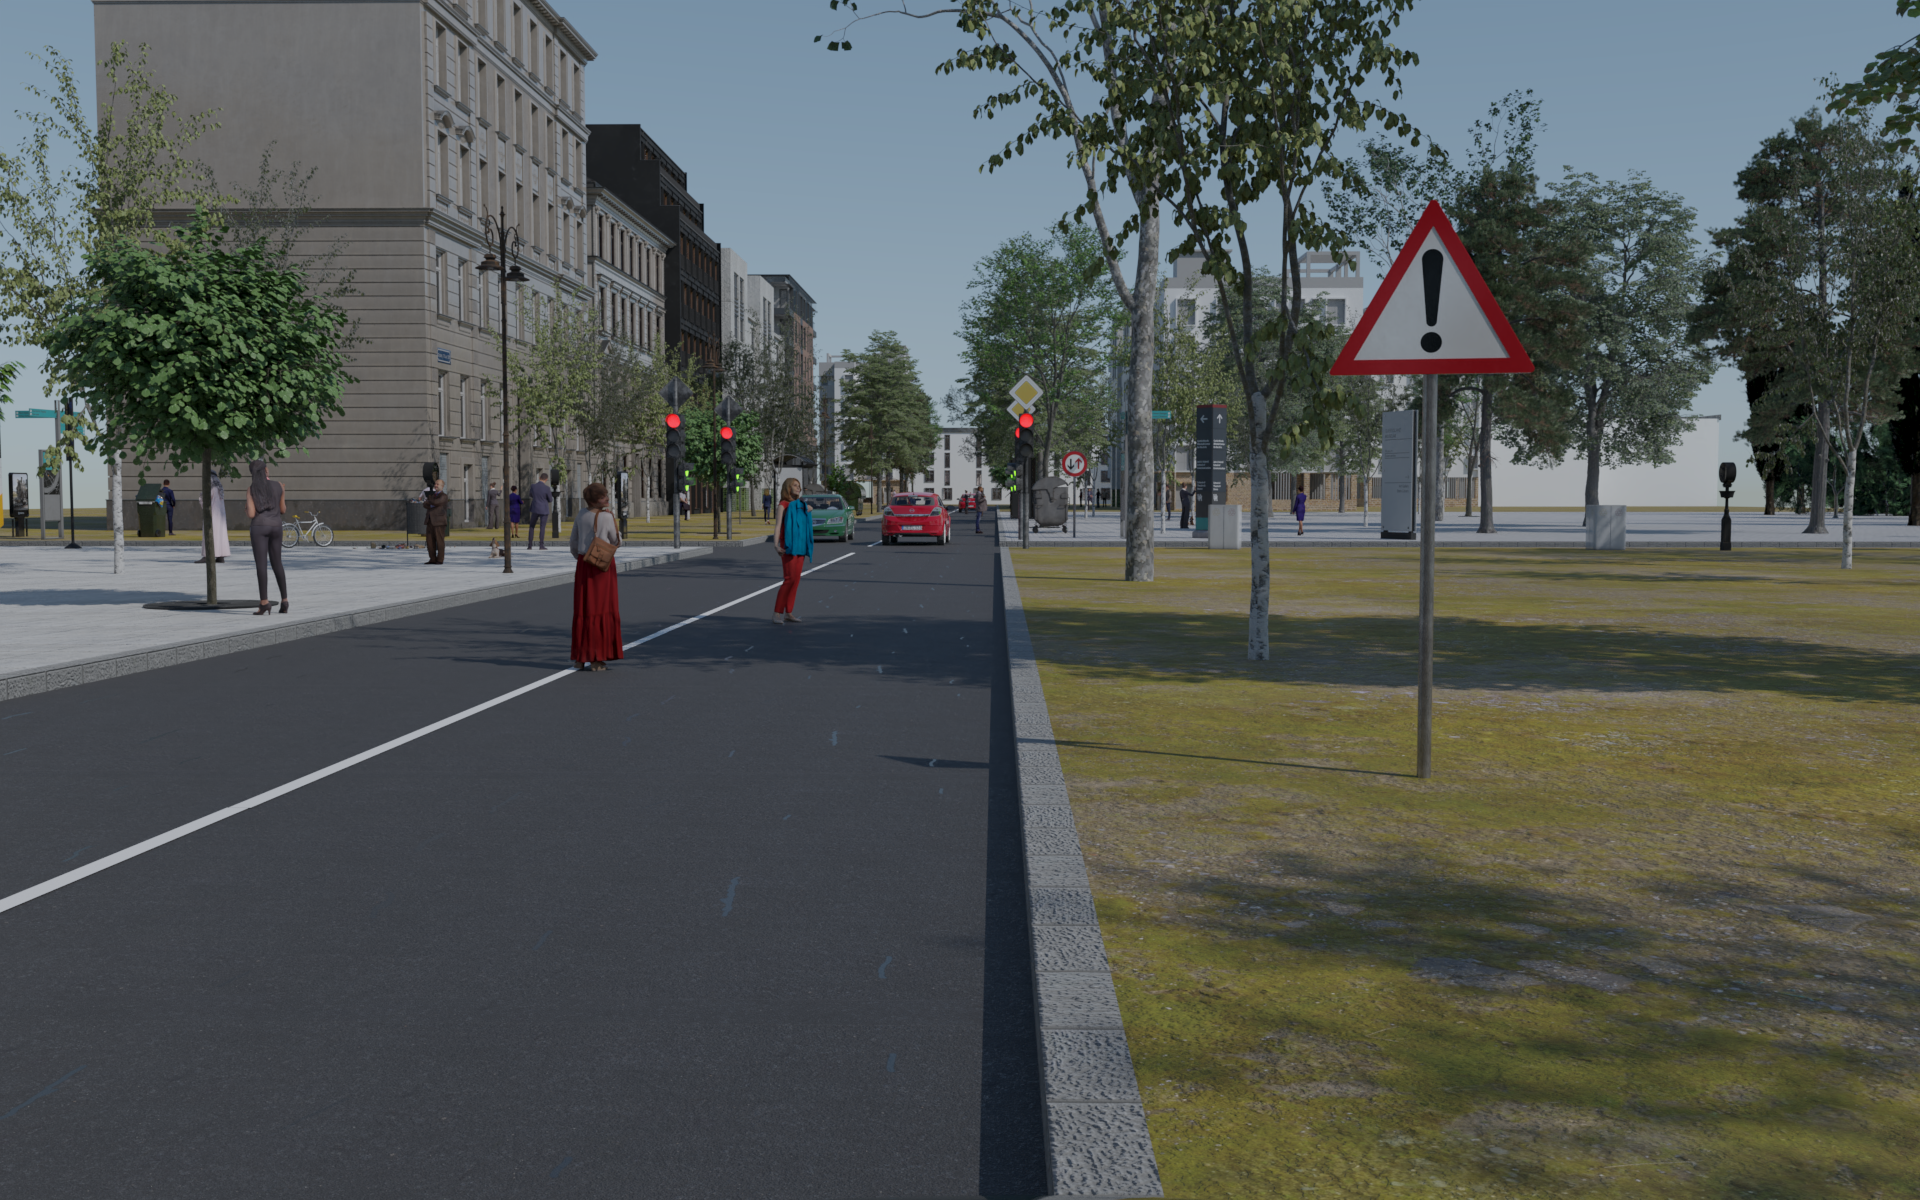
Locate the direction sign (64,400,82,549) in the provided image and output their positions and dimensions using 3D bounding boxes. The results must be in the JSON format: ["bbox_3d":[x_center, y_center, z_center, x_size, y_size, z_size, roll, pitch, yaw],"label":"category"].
[{"bbox_3d":[-20.867,-2.975,40.645,0.379,3.537,0.876,-3,4,-37],"label":"direction sign"}]

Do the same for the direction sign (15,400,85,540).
[{"bbox_3d":[-26.183,-3.704,49.324,1.411,3.948,2.525,0,4,6],"label":"direction sign"}]

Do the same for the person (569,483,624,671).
[{"bbox_3d":[-2.979,-0.191,14.096,0.523,1.526,0.387,2,4,35],"label":"person"}]

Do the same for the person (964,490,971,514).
[{"bbox_3d":[0.589,-6.971,123.279,0.742,1.727,0.445,3,4,39],"label":"person"}]

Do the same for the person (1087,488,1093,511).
[{"bbox_3d":[10.163,-7.833,134.566,0.683,1.767,0.568,-1,4,-19],"label":"person"}]

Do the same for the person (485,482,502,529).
[{"bbox_3d":[-17.008,-3.450,63.250,0.445,1.727,0.742,1,4,12],"label":"person"}]

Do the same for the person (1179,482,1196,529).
[{"bbox_3d":[8.499,-3.520,64.398,0.742,1.727,0.445,2,4,26],"label":"person"}]

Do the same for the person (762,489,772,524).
[{"bbox_3d":[-8.184,-3.978,73.621,0.480,1.512,0.613,-2,4,-32],"label":"person"}]

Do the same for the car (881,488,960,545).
[{"bbox_3d":[-1.236,-2.494,49.813,2.155,1.783,4.494,0,4,2],"label":"car"}]

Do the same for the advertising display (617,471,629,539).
[{"bbox_3d":[-9.590,-2.695,49.282,0.123,1.923,0.974,0,4,1],"label":"advertising display"}]

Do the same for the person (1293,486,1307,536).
[{"bbox_3d":[10.428,-2.756,53.479,0.453,1.535,0.546,-3,5,-43],"label":"person"}]

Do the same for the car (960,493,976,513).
[{"bbox_3d":[0.792,-7.740,135.584,2.155,1.783,4.494,0,4,1],"label":"car"}]

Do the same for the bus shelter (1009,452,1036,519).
[{"bbox_3d":[3.165,-6.108,91.142,1.731,3.624,6.357,0,4,1],"label":"bus shelter"}]

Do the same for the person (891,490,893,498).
[{"bbox_3d":[-7.742,-11.579,196.065,1.217,1.736,0.721,0,4,-1],"label":"person"}]

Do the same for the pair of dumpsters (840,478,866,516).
[{"bbox_3d":[-6.466,-6.136,102.825,1.574,2.255,4.436,0,4,1],"label":"pair of dumpsters"}]

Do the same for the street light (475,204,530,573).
[{"bbox_3d":[-7.344,-3.374,27.959,0.468,5.910,1.993,0,4,1],"label":"street light"}]

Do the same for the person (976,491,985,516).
[{"bbox_3d":[1.274,-6.249,111.366,0.600,1.739,0.565,3,5,44],"label":"person"}]

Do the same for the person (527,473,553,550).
[{"bbox_3d":[-9.665,-2.042,39.871,0.683,1.767,0.568,0,4,7],"label":"person"}]

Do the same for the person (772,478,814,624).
[{"bbox_3d":[-1.868,-0.559,19.340,0.593,1.614,0.444,-2,4,-35],"label":"person"}]

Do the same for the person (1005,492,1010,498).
[{"bbox_3d":[4.961,-9.853,167.158,1.348,1.822,0.705,-2,4,-29],"label":"person"}]

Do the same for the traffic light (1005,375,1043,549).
[{"bbox_3d":[1.523,-3.132,40.460,0.839,4.213,0.868,0,4,1],"label":"traffic light"}]

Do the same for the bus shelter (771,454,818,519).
[{"bbox_3d":[-8.677,-5.910,90.555,2.014,3.302,5.546,0,4,1],"label":"bus shelter"}]

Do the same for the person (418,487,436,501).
[{"bbox_3d":[-17.254,-3.030,56.514,0.756,1.711,0.436,2,4,26],"label":"person"}]

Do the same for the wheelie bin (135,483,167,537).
[{"bbox_3d":[-24.012,-2.661,51.422,0.980,1.594,0.693,1,4,8],"label":"wheelie bin"}]

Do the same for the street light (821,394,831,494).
[{"bbox_3d":[-6.252,-6.576,80.309,0.468,5.910,1.993,0,4,1],"label":"street light"}]

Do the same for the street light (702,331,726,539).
[{"bbox_3d":[-6.967,-4.673,49.184,0.468,5.910,1.993,0,4,1],"label":"street light"}]

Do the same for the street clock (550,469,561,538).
[{"bbox_3d":[-11.760,-2.796,50.289,0.358,2.002,0.471,-1,4,-16],"label":"street clock"}]

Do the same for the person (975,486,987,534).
[{"bbox_3d":[0.761,-3.275,62.861,0.431,1.722,0.655,0,4,-4],"label":"person"}]

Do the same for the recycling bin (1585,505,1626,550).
[{"bbox_3d":[14.874,-1.672,39.891,0.722,1.027,0.722,0,4,4],"label":"recycling bin"}]

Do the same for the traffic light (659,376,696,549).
[{"bbox_3d":[-6.637,-3.142,40.612,0.839,4.213,0.868,0,4,1],"label":"traffic light"}]

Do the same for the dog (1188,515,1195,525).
[{"bbox_3d":[9.335,-3.252,70.913,0.748,0.427,0.550,0,4,-7],"label":"dog"}]

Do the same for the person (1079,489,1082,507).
[{"bbox_3d":[11.855,-10.053,170.368,0.705,1.831,1.348,1,4,13],"label":"person"}]

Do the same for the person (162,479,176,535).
[{"bbox_3d":[-24.547,-2.870,53.666,0.576,1.737,0.504,0,4,-6],"label":"person"}]

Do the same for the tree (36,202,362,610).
[{"bbox_3d":[-8.620,-2.205,19.768,4.285,4.588,4.351,0,3,0],"label":"tree"}]

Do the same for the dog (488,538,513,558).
[{"bbox_3d":[-9.257,-1.054,34.973,0.748,0.427,0.550,-3,5,-41],"label":"dog"}]

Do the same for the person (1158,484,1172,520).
[{"bbox_3d":[9.991,-4.773,84.612,0.750,1.759,0.617,1,4,14],"label":"person"}]

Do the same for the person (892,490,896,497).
[{"bbox_3d":[-6.100,-9.528,162.770,0.436,1.711,0.756,-1,4,-20],"label":"person"}]

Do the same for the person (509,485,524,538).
[{"bbox_3d":[-12.973,-2.576,50.526,0.453,1.535,0.546,-1,4,-10],"label":"person"}]

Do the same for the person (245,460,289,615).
[{"bbox_3d":[-7.390,-0.668,18.438,0.415,1.643,0.593,0,4,-3],"label":"person"}]

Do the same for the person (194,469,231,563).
[{"bbox_3d":[-13.895,-1.556,32.153,0.621,1.740,0.551,-1,4,-19],"label":"person"}]

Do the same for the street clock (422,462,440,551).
[{"bbox_3d":[-11.966,-2.120,39.226,0.358,2.002,0.471,0,4,3],"label":"street clock"}]

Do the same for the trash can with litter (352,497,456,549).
[{"bbox_3d":[-13.168,-1.824,40.879,2.233,1.210,1.678,0,4,-5],"label":"trash can with litter"}]

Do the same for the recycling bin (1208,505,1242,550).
[{"bbox_3d":[6.179,-1.703,40.391,0.722,1.027,0.722,1,4,14],"label":"recycling bin"}]

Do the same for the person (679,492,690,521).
[{"bbox_3d":[-13.261,-4.576,83.076,0.590,1.554,0.614,1,4,23],"label":"person"}]

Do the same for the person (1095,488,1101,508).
[{"bbox_3d":[12.645,-9.357,159.049,0.705,1.822,1.348,3,4,37],"label":"person"}]

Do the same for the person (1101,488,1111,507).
[{"bbox_3d":[13.981,-9.878,167.561,1.348,1.823,0.705,1,4,23],"label":"person"}]

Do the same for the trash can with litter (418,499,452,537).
[{"bbox_3d":[-15.743,-2.473,51.825,1.055,1.170,0.624,1,4,19],"label":"trash can with litter"}]

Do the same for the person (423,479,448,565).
[{"bbox_3d":[-9.501,-1.414,31.436,0.482,1.546,0.388,2,4,32],"label":"person"}]

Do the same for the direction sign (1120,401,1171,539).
[{"bbox_3d":[5.323,-3.719,49.568,1.411,3.948,2.525,0,4,-3],"label":"direction sign"}]

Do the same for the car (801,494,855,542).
[{"bbox_3d":[-4.238,-2.512,52.867,2.131,1.459,4.920,0,4,1],"label":"car"}]

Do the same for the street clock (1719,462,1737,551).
[{"bbox_3d":[17.385,-2.122,39.270,0.358,2.002,0.471,0,4,3],"label":"street clock"}]

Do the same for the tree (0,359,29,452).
[{"bbox_3d":[-7.847,-1.131,13.102,1.663,3.219,1.824,0,3,0],"label":"tree"}]

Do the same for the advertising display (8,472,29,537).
[{"bbox_3d":[-28.150,-2.850,51.814,0.123,1.923,0.974,0,4,-3],"label":"advertising display"}]

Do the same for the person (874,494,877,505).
[{"bbox_3d":[-9.500,-11.649,199.733,0.991,1.433,0.599,2,4,26],"label":"person"}]

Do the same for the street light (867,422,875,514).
[{"bbox_3d":[-5.665,-8.446,110.874,0.468,5.910,1.993,0,4,1],"label":"street light"}]

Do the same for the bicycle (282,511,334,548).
[{"bbox_3d":[-15.666,-1.722,41.382,0.635,0.972,1.543,3,4,38],"label":"bicycle"}]

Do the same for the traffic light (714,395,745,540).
[{"bbox_3d":[-6.473,-3.630,48.595,0.839,4.213,0.868,0,4,1],"label":"traffic light"}]
